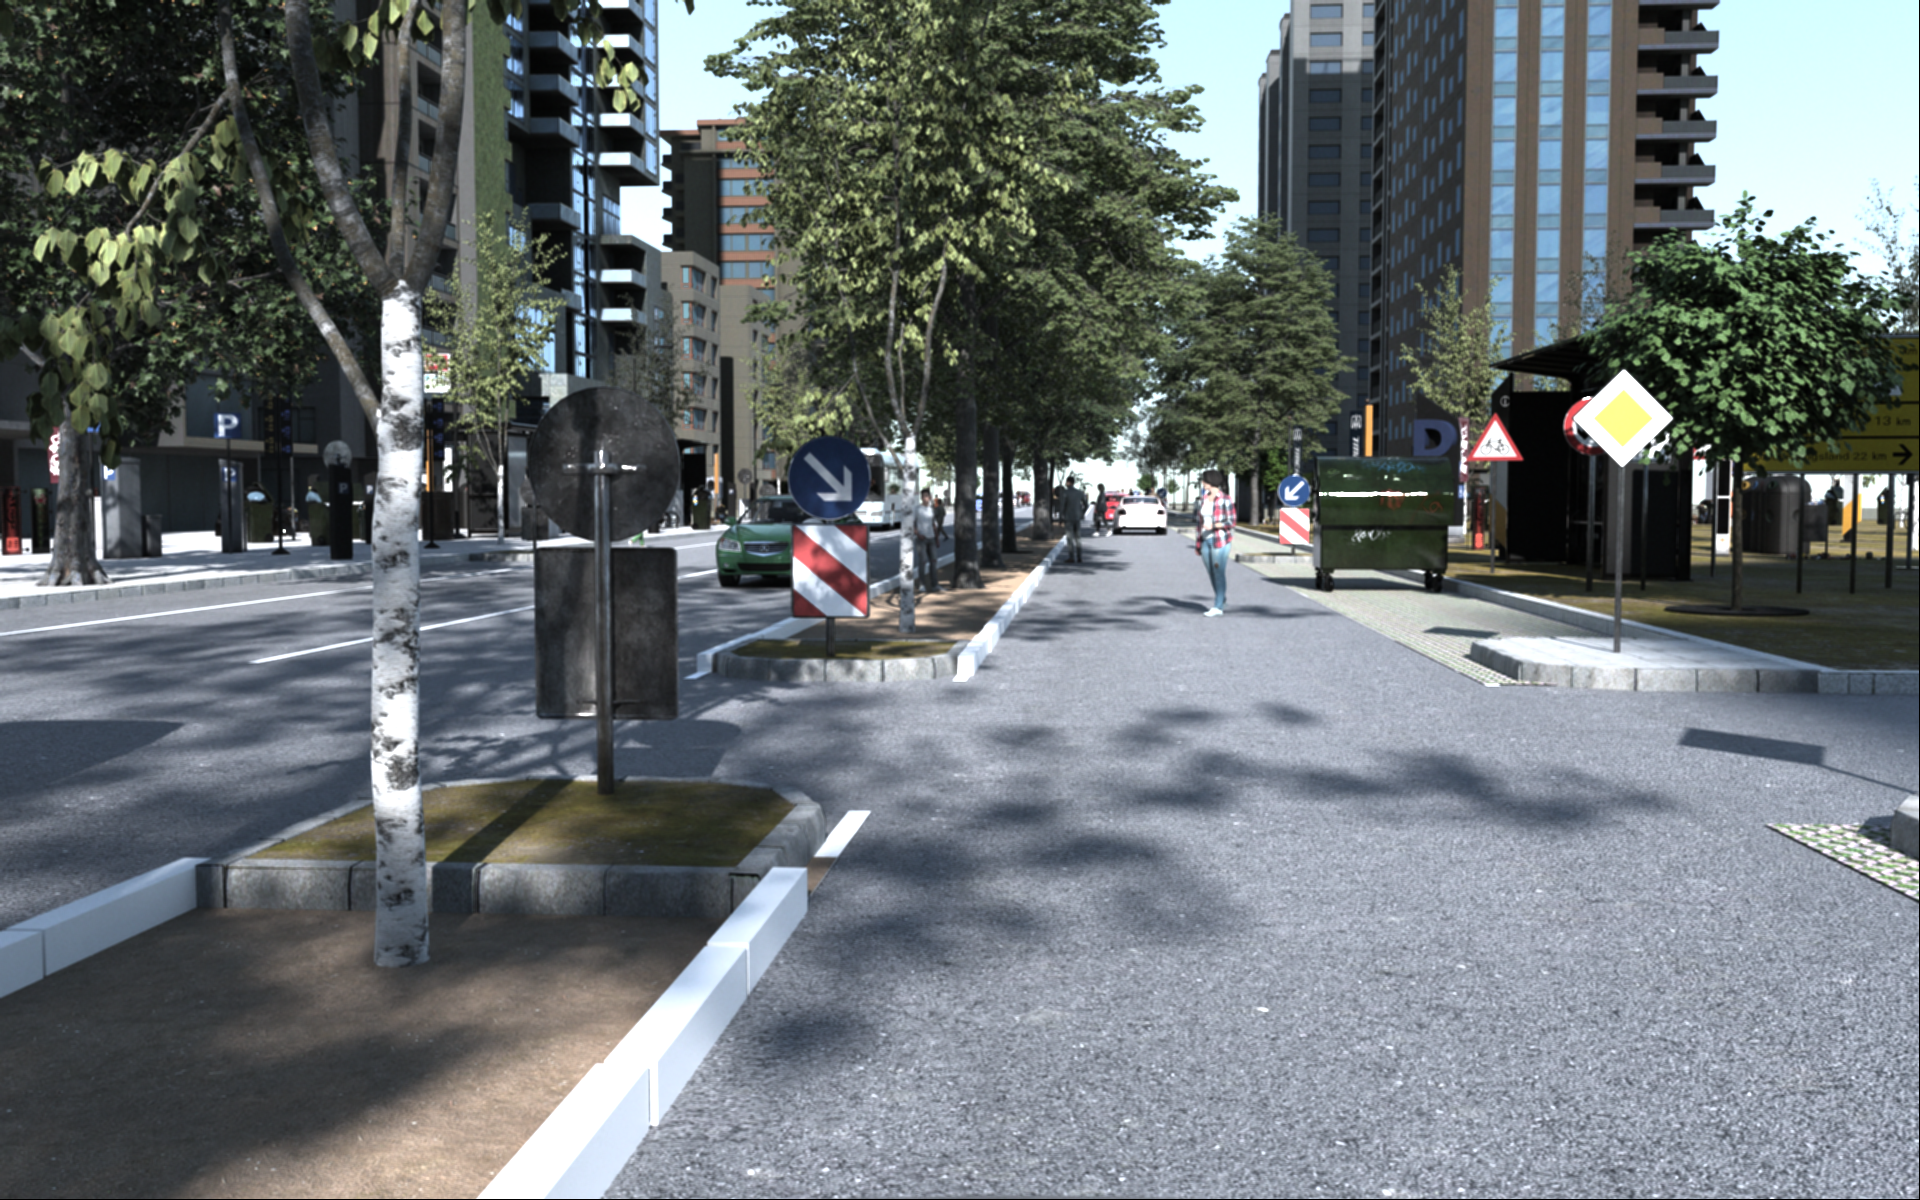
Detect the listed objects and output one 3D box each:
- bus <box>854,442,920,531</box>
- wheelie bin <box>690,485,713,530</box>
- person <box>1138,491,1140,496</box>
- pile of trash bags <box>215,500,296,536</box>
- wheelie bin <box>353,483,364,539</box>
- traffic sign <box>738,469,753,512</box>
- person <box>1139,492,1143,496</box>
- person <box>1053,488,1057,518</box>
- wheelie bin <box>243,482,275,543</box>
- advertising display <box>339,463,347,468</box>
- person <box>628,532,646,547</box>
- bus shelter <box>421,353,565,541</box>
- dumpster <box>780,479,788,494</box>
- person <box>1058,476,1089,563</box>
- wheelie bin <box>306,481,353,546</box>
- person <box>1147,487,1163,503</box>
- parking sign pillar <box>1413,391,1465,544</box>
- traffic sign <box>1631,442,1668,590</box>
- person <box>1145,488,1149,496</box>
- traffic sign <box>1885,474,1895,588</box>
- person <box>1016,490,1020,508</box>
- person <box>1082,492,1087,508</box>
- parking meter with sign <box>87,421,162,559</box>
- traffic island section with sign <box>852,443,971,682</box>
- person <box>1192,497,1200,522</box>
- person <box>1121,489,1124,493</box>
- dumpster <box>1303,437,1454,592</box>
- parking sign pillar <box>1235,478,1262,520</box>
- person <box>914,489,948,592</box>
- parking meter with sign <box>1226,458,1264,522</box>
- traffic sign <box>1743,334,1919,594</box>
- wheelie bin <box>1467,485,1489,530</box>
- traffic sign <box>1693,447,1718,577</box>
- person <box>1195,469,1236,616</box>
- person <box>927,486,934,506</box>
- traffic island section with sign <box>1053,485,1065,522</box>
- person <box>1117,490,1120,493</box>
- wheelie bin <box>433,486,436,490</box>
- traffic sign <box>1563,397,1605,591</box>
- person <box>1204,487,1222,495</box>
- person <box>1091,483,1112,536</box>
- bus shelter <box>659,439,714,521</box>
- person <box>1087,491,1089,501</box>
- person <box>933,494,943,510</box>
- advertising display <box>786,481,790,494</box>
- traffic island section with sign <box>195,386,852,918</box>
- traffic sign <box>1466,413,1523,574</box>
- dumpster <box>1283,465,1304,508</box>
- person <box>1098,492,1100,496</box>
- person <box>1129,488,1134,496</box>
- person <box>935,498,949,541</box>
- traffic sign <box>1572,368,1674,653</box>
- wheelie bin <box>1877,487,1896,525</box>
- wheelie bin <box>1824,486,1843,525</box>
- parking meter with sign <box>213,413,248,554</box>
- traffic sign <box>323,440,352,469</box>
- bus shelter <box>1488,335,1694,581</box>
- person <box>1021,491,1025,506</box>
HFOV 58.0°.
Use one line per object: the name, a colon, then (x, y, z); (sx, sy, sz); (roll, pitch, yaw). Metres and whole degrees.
bus: (-3.635, -4.617, 70.354); (2.948, 3.499, 13.247); (0, 4, 5)
wheelie bin: (-9.252, -3.316, 62.121); (0.693, 1.594, 0.980); (0, 4, 8)
person: (21.225, -12.028, 205.021); (0.709, 1.838, 0.599); (1, 4, 21)
pile of trash bags: (-21.015, -2.664, 53.301); (3.447, 1.369, 1.912); (-2, 4, -35)
wheelie bin: (-17.339, -2.526, 49.201); (0.980, 1.594, 0.693); (-3, 5, -41)
traffic sign: (-10.717, -5.272, 86.303); (0.768, 2.556, 0.104); (1, 4, 9)
person: (8.482, -4.272, 80.941); (0.523, 1.515, 0.503); (2, 4, 31)
person: (5.698, -5.927, 105.494); (1.348, 1.812, 0.705); (0, 3, 0)
wheelie bin: (-18.462, -2.304, 45.584); (0.693, 1.594, 0.980); (-3, 4, -38)
advertising display: (-12.783, -1.879, 35.934); (0.123, 1.923, 0.974); (-1, 4, -17)
person: (-8.459, -2.001, 45.467); (0.590, 1.304, 0.306); (-3, 4, -37)
bus shelter: (-13.930, -4.538, 51.824); (2.179, 5.291, 8.768); (0, 4, 5)
dumpster: (-8.534, -5.264, 88.565); (1.502, 2.255, 1.985); (0, 4, 5)
person: (2.359, -1.689, 36.219); (0.635, 1.810, 0.391); (-2, 4, -32)
wheelie bin: (-15.811, -2.150, 43.068); (0.693, 1.594, 0.980); (2, 4, 32)
person: (10.225, -5.109, 92.035); (1.348, 1.823, 0.705); (2, 4, 31)
parking sign pillar: (12.412, -3.457, 44.998); (1.447, 3.967, 1.447); (3, 5, 39)
traffic sign: (9.110, -1.279, 23.037); (0.606, 2.300, 0.079); (1, 4, 9)
person: (11.278, -5.838, 104.042); (0.705, 1.812, 1.348); (0, 4, -2)
traffic sign: (12.702, -1.438, 23.620); (0.768, 2.556, 0.104); (1, 4, 8)
person: (6.108, -10.653, 182.689); (0.705, 1.822, 1.348); (0, 4, 2)
person: (11.062, -8.854, 154.180); (0.541, 1.710, 0.530); (1, 4, 19)
parking meter with sign: (-16.630, -2.331, 34.375); (0.543, 3.016, 1.738); (1, 4, 14)
traffic island section with sign: (-0.965, -0.371, 14.197); (2.006, 1.907, 1.989); (0, 4, 5)
person: (11.982, -4.609, 88.142); (0.394, 1.301, 0.425); (3, 4, 38)
person: (9.765, -5.800, 103.882); (0.990, 1.755, 0.434); (1, 4, 20)
dumpster: (6.182, -1.259, 25.536); (1.985, 2.255, 1.502); (0, 4, 6)
parking sign pillar: (14.065, -5.866, 84.375); (1.447, 3.967, 1.447); (-1, 4, -23)
person: (-0.475, -0.875, 25.394); (0.523, 1.515, 0.503); (2, 4, 25)
parking meter with sign: (13.242, -5.147, 80.407); (1.738, 3.016, 0.543); (0, 4, 3)
traffic sign: (11.184, -1.737, 22.271); (2.265, 3.308, 0.079); (1, 4, 9)
wheelie bin: (18.345, -3.265, 61.296); (0.980, 1.594, 0.693); (1, 4, 10)
traffic sign: (11.698, -1.641, 26.836); (0.884, 2.594, 0.081); (1, 4, 14)
person: (3.039, -0.680, 20.457); (0.643, 1.720, 0.563); (-2, 4, -34)
person: (-1.522, -4.653, 84.775); (0.606, 1.804, 0.583); (1, 4, 18)
traffic island section with sign: (5.112, -4.951, 89.090); (2.006, 1.907, 1.989); (0, 4, 5)
person: (11.609, -7.228, 127.461); (1.217, 1.735, 0.721); (2, 4, 31)
wheelie bin: (-20.239, -3.616, 67.035); (0.980, 1.594, 0.693); (-1, 4, -18)
traffic sign: (8.306, -1.387, 22.784); (0.768, 2.556, 0.104); (0, 4, 6)
person: (6.507, -2.176, 44.177); (0.679, 1.850, 0.850); (2, 4, 32)
person: (4.840, -3.083, 59.082); (0.728, 1.800, 0.709); (0, 4, 7)
bus shelter: (-12.408, -5.226, 76.728); (1.731, 3.624, 6.357); (0, 4, 5)
person: (17.859, -14.332, 242.925); (0.705, 1.812, 1.348); (0, 4, -6)
person: (-1.379, -5.440, 100.696); (1.065, 1.426, 0.557); (-2, 4, -33)
advertising display: (-8.391, -4.939, 85.960); (0.123, 1.923, 0.974); (1, 4, 16)
traffic island section with sign: (-1.574, 0.081, 6.815); (2.006, 1.907, 1.989); (0, 4, 5)
traffic sign: (8.590, -1.704, 27.869); (0.884, 2.594, 0.081); (1, 4, 11)
dumpster: (11.516, -3.326, 56.868); (1.502, 2.255, 1.985); (0, 4, 4)
person: (15.735, -11.246, 193.158); (1.217, 1.735, 0.721); (-3, 5, -41)
person: (11.196, -6.432, 113.759); (0.705, 1.812, 1.348); (-1, 4, -17)
person: (-0.612, -2.440, 52.659); (0.640, 1.303, 0.475); (2, 4, 24)
traffic sign: (5.313, -0.631, 13.951); (0.795, 2.450, 0.064); (0, 4, 5)
wheelie bin: (38.656, -3.938, 72.297); (0.693, 1.594, 0.980); (2, 4, 31)
wheelie bin: (35.888, -3.860, 71.026); (0.980, 1.594, 0.693); (-2, 4, -25)
parking meter with sign: (-15.933, -2.550, 37.950); (0.543, 3.016, 1.738); (-1, 4, -18)
traffic sign: (-14.750, -2.502, 41.014); (0.768, 2.556, 0.104); (1, 4, 13)
bus shelter: (10.247, -2.278, 28.527); (1.731, 3.624, 6.357); (0, 4, 4)
person: (7.232, -11.741, 200.993); (0.721, 1.766, 1.217); (1, 4, 15)
